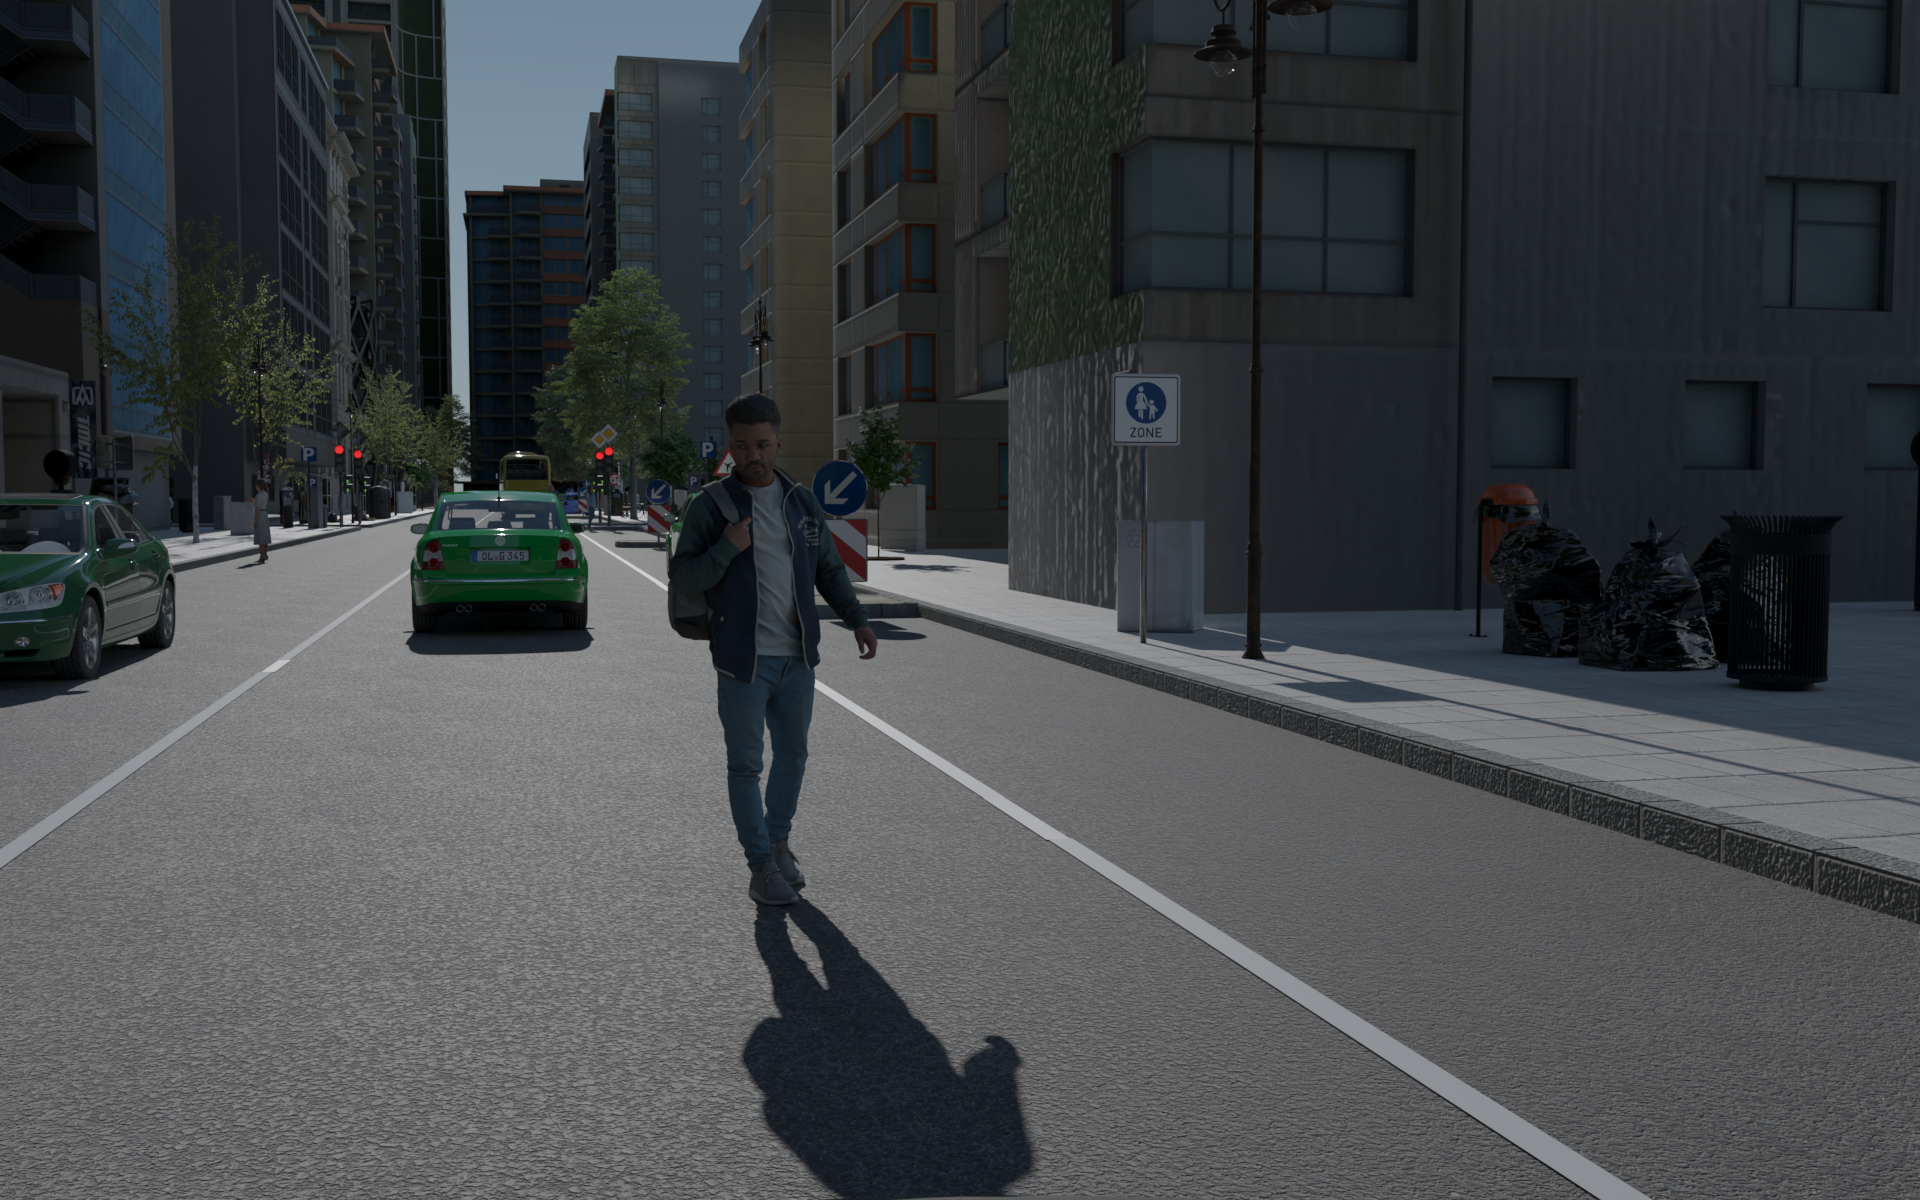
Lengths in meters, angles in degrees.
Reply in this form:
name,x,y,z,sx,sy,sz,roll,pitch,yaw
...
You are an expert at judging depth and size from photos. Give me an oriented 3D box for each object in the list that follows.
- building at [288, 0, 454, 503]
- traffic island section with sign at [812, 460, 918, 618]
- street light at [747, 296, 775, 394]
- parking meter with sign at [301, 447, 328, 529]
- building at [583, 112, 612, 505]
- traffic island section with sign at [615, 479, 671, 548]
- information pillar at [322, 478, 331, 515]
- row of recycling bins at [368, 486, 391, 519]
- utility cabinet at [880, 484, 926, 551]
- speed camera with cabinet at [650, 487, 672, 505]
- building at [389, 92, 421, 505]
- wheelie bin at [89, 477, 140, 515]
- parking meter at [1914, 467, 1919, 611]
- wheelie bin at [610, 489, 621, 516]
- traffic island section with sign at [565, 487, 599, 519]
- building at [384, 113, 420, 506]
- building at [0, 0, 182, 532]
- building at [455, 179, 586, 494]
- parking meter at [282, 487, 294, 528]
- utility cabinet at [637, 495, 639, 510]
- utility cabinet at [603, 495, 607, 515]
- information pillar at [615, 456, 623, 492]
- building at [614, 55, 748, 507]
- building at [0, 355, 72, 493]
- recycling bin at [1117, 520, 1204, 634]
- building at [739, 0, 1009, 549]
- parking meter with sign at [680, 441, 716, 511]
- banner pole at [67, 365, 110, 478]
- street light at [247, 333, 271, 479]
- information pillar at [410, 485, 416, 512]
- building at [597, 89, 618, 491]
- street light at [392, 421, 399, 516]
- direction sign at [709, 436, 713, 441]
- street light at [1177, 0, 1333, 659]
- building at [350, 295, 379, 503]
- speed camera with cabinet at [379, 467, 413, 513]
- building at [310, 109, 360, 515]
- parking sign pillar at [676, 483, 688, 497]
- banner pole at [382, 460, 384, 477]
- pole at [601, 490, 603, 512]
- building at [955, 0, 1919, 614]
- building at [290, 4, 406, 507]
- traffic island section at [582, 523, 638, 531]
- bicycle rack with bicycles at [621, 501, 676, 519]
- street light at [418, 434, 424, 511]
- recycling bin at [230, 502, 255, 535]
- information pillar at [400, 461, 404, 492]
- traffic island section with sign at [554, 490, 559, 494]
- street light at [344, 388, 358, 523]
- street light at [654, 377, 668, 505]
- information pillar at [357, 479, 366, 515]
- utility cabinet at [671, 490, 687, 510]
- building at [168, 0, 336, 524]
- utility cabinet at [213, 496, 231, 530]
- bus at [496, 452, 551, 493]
name,x,y,z,sx,sy,sz,roll,pitch,yaw
building,-80.677,-48.823,236.500,20.611,71.187,20.563,-1,4,-14
traffic island section with sign,-1.687,-0.753,20.936,1.989,1.847,2.006,-1,4,-14
street light,-4.672,-4.151,40.660,0.468,5.910,1.993,-1,4,-14
parking meter with sign,-24.140,-4.196,64.865,0.543,3.016,1.738,0,4,-6
building,-34.678,-36.011,212.480,21.300,48.544,21.600,-1,4,-14
traffic island section with sign,-8.354,-2.350,47.057,1.989,1.847,2.006,-1,4,-14
information pillar,-28.797,-4.538,78.686,0.304,2.012,0.304,0,4,6
row of recycling bins,-30.333,-5.097,90.442,1.069,1.692,3.534,-1,4,-14
utility cabinet,-1.287,-1.864,39.160,1.173,1.500,0.318,3,5,44
speed camera with cabinet,-21.868,-8.092,126.643,0.660,3.252,2.038,-3,5,-44
building,-74.920,-35.417,202.771,21.600,48.544,21.300,-1,4,-14
wheelie bin,-15.914,-1.508,32.571,0.980,1.594,0.693,-3,5,-43
parking meter,10.645,-0.808,18.918,0.399,1.863,0.255,-3,5,-40
wheelie bin,-20.262,-5.755,102.001,0.693,1.594,0.980,-3,5,-41
traffic island section with sign,-22.108,-5.654,101.073,1.989,1.847,2.006,-1,4,-14
building,-64.101,-30.336,179.595,14.154,41.232,14.086,-1,4,-14
building,-33.371,-24.649,53.122,14.200,45.320,14.600,-1,4,-14
building,-56.175,-36.036,243.813,28.867,44.769,22.147,-1,4,-14
parking meter,-25.519,-3.508,65.760,0.372,1.533,0.369,0,3,0
utility cabinet,-25.703,-7.681,136.747,0.306,1.237,1.020,-3,5,-41
utility cabinet,-20.843,-5.668,103.838,1.020,1.237,0.306,0,4,7
information pillar,-21.186,-7.105,107.518,0.504,3.616,0.183,2,4,24
building,-26.005,-29.554,166.798,14.154,41.232,14.086,-1,4,-14
building,-26.772,-35.955,26.123,20.563,71.187,20.611,-1,4,-14
recycling bin,1.896,-0.231,16.327,0.722,1.027,0.722,1,4,16
building,8.423,-12.947,56.731,27.650,21.520,28.899,-1,4,-14
parking meter with sign,-8.589,-3.693,56.635,0.543,3.016,1.738,1,4,18
banner pole,-16.845,-2.671,33.685,0.863,3.779,0.401,-1,4,-18
street light,-20.111,-4.711,49.810,0.468,5.910,1.993,-1,4,-14
information pillar,-40.260,-7.523,127.494,0.304,2.012,0.304,2,4,34
building,-27.703,-32.645,188.378,22.147,44.769,28.867,-1,4,-14
street light,-33.514,-7.948,102.735,0.468,5.910,1.993,-1,4,-14
direction sign,-9.761,-4.653,68.068,0.379,3.537,0.876,-1,4,-15
street light,2.289,-2.481,13.344,0.468,5.910,1.993,-1,4,-14
building,-52.044,-15.943,128.114,16.820,18.784,16.811,-1,4,-14
speed camera with cabinet,-37.515,-7.392,115.194,2.038,3.252,0.660,-2,4,-32
building,-45.649,-19.630,108.338,14.401,28.519,23.554,-1,4,-14
parking sign pillar,-19.550,-8.171,122.066,1.447,3.967,1.447,1,4,23
banner pole,-42.743,-8.460,128.343,0.401,3.779,0.863,-2,4,-29
pole,-26.064,-8.090,126.116,0.158,3.312,0.155,0,3,0
building,7.034,-20.906,25.404,14.154,41.232,14.086,-1,4,-14
building,-62.869,-30.768,157.682,22.147,44.769,28.867,-1,4,-14
traffic island section,-14.017,-2.879,69.357,2.009,0.180,2.903,-1,4,-14
bicycle rack with bicycles,-16.505,-4.736,90.810,2.852,0.926,2.925,-2,4,-32
street light,-40.435,-9.619,130.061,0.468,5.910,1.993,-1,4,-14
recycling bin,-22.699,-2.588,54.865,0.722,1.027,0.722,-1,4,-16
information pillar,-38.292,-7.803,118.941,0.183,3.616,0.504,0,4,0
traffic island section with sign,-28.833,-7.272,127.519,1.989,1.847,2.006,-1,4,-14
street light,-26.503,-6.278,75.431,0.468,5.910,1.993,-1,4,-14
street light,-11.818,-5.865,68.681,0.468,5.910,1.993,-1,4,-14
information pillar,-29.773,-4.996,86.184,0.304,2.012,0.304,0,4,5
utility cabinet,-16.520,-5.706,101.978,1.173,1.500,0.318,3,5,44
building,-39.639,-17.852,85.390,14.314,27.812,24.014,-1,4,-14
utility cabinet,-26.389,-3.106,61.944,0.306,1.237,1.020,-3,5,-42
bus,-25.451,-6.691,100.951,2.896,3.916,12.252,-1,4,-16
